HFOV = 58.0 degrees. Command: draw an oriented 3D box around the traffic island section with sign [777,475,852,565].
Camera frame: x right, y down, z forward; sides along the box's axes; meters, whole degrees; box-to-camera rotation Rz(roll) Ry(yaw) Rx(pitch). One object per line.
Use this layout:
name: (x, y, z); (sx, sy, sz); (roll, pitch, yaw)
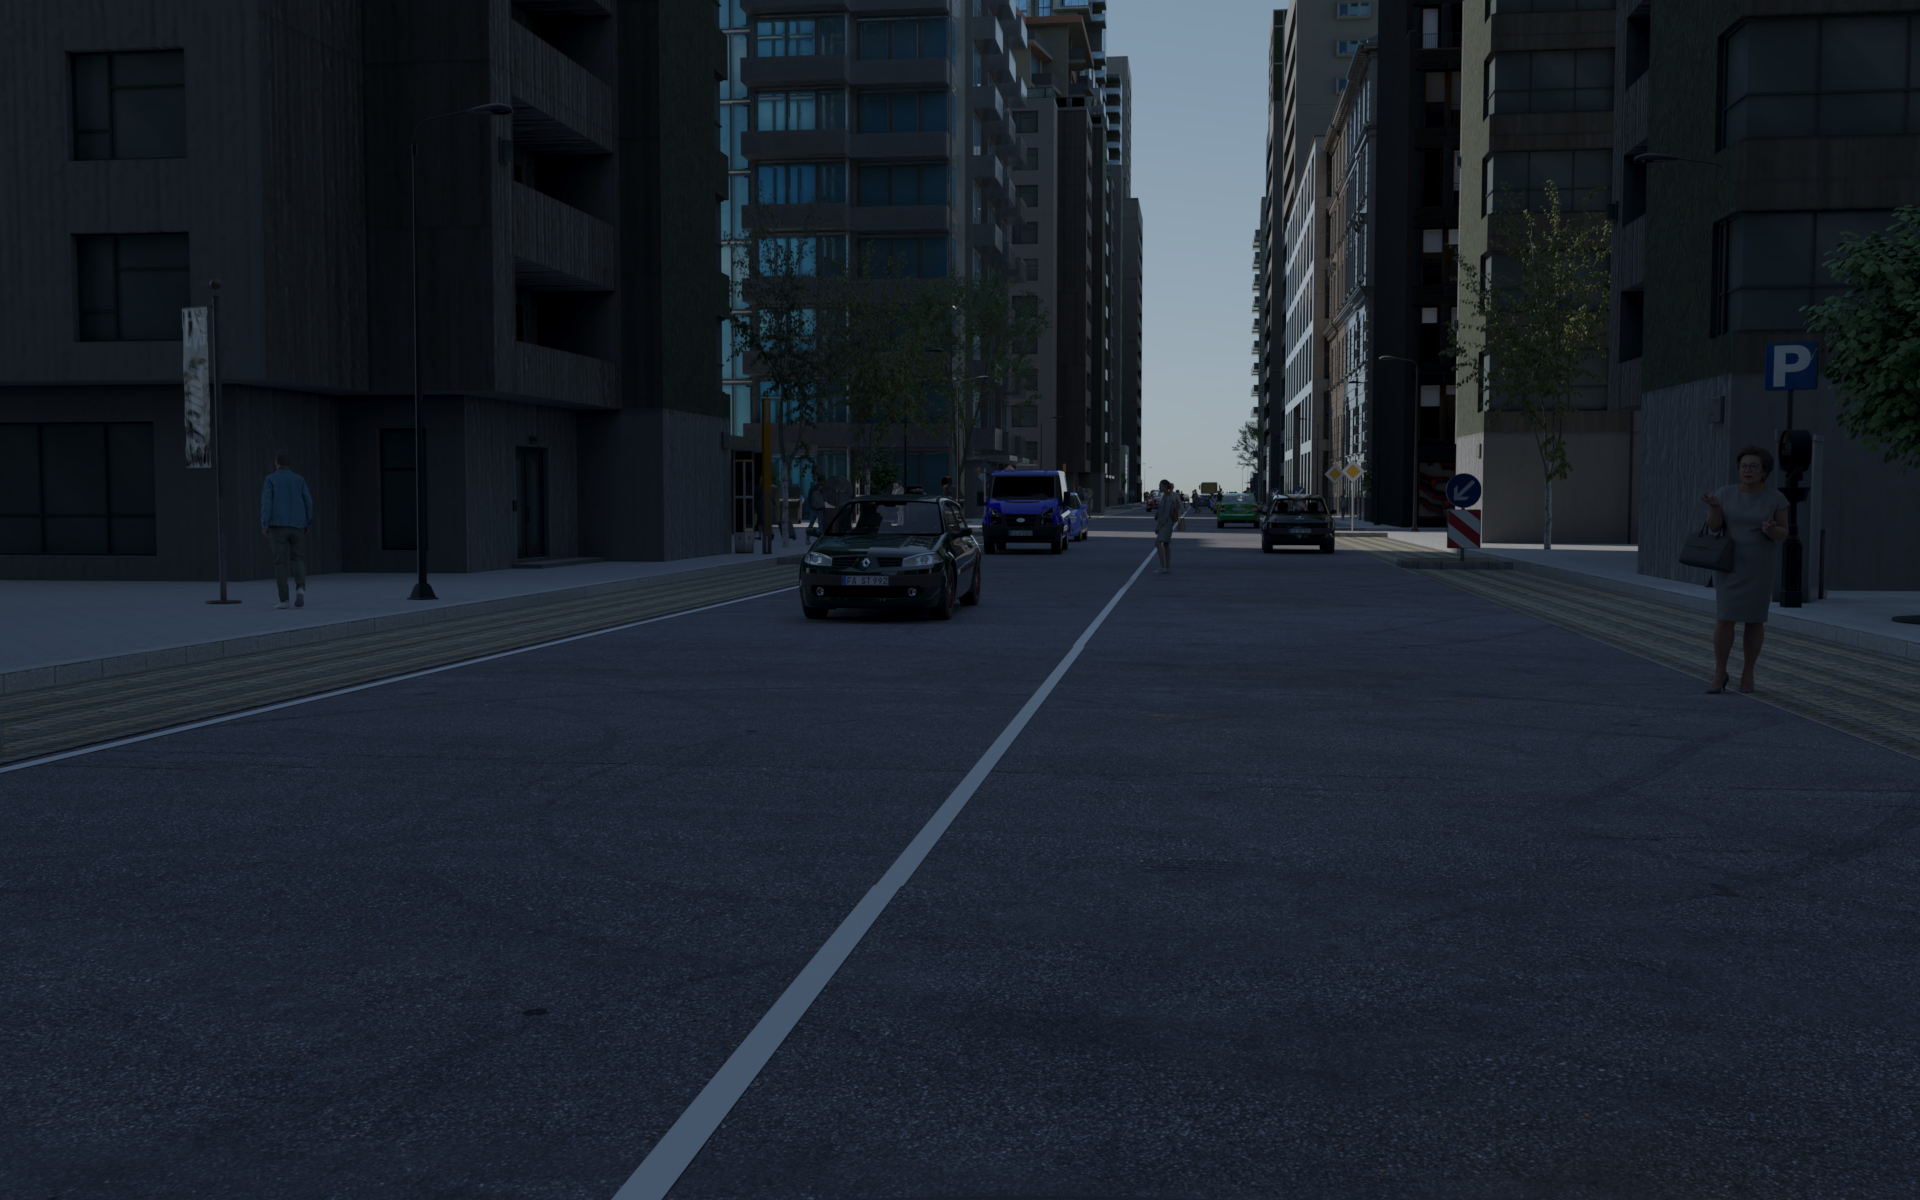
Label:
traffic island section with sign: (-2.596, -1.662, 35.809); (1.989, 1.847, 2.006); (0, 4, 8)

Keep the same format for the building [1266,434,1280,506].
building: (43.503, -52.807, 176.061); (22.319, 86.520, 31.000); (0, 4, 8)

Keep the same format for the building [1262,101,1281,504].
building: (46.927, -35.446, 203.248); (21.300, 48.544, 21.600); (0, 4, 8)

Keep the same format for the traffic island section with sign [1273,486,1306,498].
traffic island section with sign: (17.118, -4.870, 88.255); (1.989, 1.847, 2.006); (0, 4, 8)

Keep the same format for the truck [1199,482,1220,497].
truck: (39.721, -17.128, 275.971); (3.469, 3.379, 9.791); (1, 4, 9)

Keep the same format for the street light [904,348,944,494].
street light: (-1.218, -5.069, 55.423); (1.470, 5.913, 1.316); (0, 4, 8)

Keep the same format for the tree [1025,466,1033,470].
tree: (4.672, -7.390, 115.432); (1.663, 3.219, 1.824); (0, 3, 0)

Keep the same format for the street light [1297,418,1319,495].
street light: (21.252, -8.139, 105.618); (1.470, 5.913, 1.316); (0, 4, 8)

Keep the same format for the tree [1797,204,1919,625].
tree: (9.999, -2.040, 17.066); (4.285, 4.588, 4.351); (0, 3, 0)

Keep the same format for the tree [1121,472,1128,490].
tree: (19.692, -14.420, 219.486); (4.285, 4.588, 4.351); (0, 3, 0)

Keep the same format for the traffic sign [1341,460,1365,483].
traffic sign: (13.320, -3.453, 58.649); (0.795, 2.593, 0.064); (0, 4, 8)

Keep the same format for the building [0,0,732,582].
building: (-12.829, -15.840, 30.691); (14.160, 30.474, 14.107); (0, 4, 8)

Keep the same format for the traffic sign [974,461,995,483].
traffic sign: (0.847, -3.560, 60.394); (0.795, 2.593, 0.064); (0, 4, 8)

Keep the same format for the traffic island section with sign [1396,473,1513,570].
traffic island section with sign: (9.546, -1.528, 33.608); (1.989, 1.847, 2.006); (0, 4, 8)

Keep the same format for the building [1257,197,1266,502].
building: (48.287, -33.968, 238.976); (14.154, 41.232, 14.086); (0, 4, 8)

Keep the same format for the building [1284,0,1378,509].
building: (39.470, -32.268, 151.276); (21.300, 48.544, 21.600); (0, 4, 8)

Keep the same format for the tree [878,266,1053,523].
tree: (0.061, -9.297, 77.765); (9.928, 11.665, 9.643); (0, 3, 0)

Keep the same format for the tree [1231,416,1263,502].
tree: (39.008, -18.181, 223.006); (9.928, 11.665, 9.643); (0, 3, 0)

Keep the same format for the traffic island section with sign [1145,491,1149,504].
traffic island section with sign: (26.854, -14.644, 248.051); (1.989, 1.847, 2.006); (0, 4, 8)

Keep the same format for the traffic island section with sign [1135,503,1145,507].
traffic island section with sign: (19.351, -11.338, 194.011); (1.989, 1.847, 2.006); (0, 4, 8)

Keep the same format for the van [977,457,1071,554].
van: (1.689, -2.363, 43.023); (2.240, 2.365, 5.245); (0, 4, 6)

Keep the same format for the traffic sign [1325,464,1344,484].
traffic sign: (14.417, -3.937, 66.558); (0.795, 2.593, 0.064); (0, 4, 8)

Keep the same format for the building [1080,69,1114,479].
building: (4.514, -34.776, 188.201); (23.786, 49.044, 30.456); (0, 4, 8)

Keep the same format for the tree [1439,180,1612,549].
tree: (13.402, -5.475, 39.876); (4.737, 8.622, 4.395); (0, 3, 0)

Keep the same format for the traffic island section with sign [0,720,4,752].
traffic island section with sign: (-6.301, -0.029, 9.109); (1.989, 1.847, 2.006); (0, 4, 8)

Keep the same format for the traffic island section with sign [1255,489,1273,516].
traffic island section with sign: (20.890, -6.533, 115.450); (1.989, 1.847, 2.006); (0, 4, 8)

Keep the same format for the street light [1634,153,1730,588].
street light: (9.894, -3.131, 23.726); (1.470, 5.913, 1.316); (0, 4, 8)

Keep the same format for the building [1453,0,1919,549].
building: (21.439, -17.013, 49.872); (14.160, 30.474, 14.107); (0, 4, 8)

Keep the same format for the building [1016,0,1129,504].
building: (12.709, -56.782, 241.058); (22.319, 86.520, 31.000); (0, 4, 8)

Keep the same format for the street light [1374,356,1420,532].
street light: (14.817, -5.251, 58.398); (1.470, 5.913, 1.316); (0, 4, 8)

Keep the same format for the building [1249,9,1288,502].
building: (53.604, -49.942, 254.807); (20.563, 71.187, 20.611); (0, 4, 8)

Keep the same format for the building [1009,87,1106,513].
building: (3.275, -21.734, 127.047); (14.160, 30.474, 14.107); (0, 4, 8)

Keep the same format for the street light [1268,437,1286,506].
street light: (27.016, -10.661, 146.854); (1.470, 5.913, 1.316); (0, 4, 8)

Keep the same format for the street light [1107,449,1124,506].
street light: (15.856, -12.625, 178.958); (1.470, 5.913, 1.316); (0, 4, 8)

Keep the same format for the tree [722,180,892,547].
tree: (-3.964, -5.572, 41.468); (4.360, 8.622, 3.978); (0, 3, 0)

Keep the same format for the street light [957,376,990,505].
street light: (0.468, -5.859, 68.330); (1.470, 5.913, 1.316); (0, 4, 8)

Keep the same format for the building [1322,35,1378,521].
building: (26.585, -18.106, 93.302); (12.463, 27.353, 25.104); (0, 4, 8)

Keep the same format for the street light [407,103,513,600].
street light: (-6.006, -2.954, 20.832); (1.470, 5.913, 1.316); (0, 4, 8)

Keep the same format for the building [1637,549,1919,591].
building: (18.138, -15.679, 28.052); (14.160, 30.474, 14.107); (0, 4, 8)

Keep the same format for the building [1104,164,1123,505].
building: (12.285, -32.184, 209.806); (14.154, 41.232, 14.086); (0, 4, 8)

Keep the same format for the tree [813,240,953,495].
tree: (-2.558, -6.174, 51.300); (4.737, 8.622, 4.395); (0, 3, 0)

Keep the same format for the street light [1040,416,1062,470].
street light: (5.394, -8.018, 103.632); (1.470, 5.913, 1.316); (0, 4, 8)

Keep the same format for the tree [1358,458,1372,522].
tree: (19.245, -5.213, 79.836); (1.663, 3.219, 1.824); (0, 3, 0)

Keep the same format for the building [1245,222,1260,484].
building: (58.628, -40.430, 280.636); (23.786, 49.044, 30.456); (0, 4, 8)

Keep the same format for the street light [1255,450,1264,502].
street light: (31.860, -12.780, 181.486); (1.470, 5.913, 1.316); (0, 4, 8)

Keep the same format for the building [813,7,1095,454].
building: (0.716, -30.823, 158.577); (22.147, 44.769, 28.867); (0, 4, 8)

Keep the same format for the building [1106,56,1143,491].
building: (20.216, -52.038, 289.080); (20.563, 71.187, 20.611); (0, 4, 8)

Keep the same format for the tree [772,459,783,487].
tree: (-9.099, -5.212, 79.811); (1.663, 3.219, 1.824); (0, 3, 0)

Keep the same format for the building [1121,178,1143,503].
building: (17.223, -39.463, 268.918); (21.300, 48.544, 21.600); (0, 4, 8)

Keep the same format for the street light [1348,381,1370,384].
street light: (16.595, -6.022, 71.008); (1.470, 5.913, 1.316); (0, 4, 8)

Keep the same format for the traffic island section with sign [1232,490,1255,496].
traffic island section with sign: (31.565, -11.235, 192.313); (1.989, 1.847, 2.006); (0, 4, 8)

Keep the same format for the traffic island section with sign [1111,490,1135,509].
traffic island section with sign: (15.623, -9.691, 167.077); (1.989, 1.847, 2.006); (0, 4, 8)

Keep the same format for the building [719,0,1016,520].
building: (-8.092, -29.231, 97.538); (23.786, 49.044, 30.456); (0, 4, 8)

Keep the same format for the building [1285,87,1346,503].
building: (33.610, -19.431, 122.212); (19.350, 26.468, 34.151); (0, 4, 8)

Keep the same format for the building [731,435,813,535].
building: (-20.864, -24.312, 52.122); (28.867, 44.769, 22.147); (0, 4, 8)

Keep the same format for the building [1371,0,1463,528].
building: (25.476, -14.703, 70.076); (15.834, 23.373, 12.332); (0, 4, 8)

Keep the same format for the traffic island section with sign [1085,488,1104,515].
traffic island section with sign: (8.767, -6.675, 117.764); (1.989, 1.847, 2.006); (0, 4, 8)

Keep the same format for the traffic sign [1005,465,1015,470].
traffic sign: (1.945, -4.044, 68.303); (0.795, 2.593, 0.064); (0, 4, 8)

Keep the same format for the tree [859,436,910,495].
tree: (-2.776, -3.878, 58.012); (1.663, 3.219, 1.824); (0, 3, 0)
